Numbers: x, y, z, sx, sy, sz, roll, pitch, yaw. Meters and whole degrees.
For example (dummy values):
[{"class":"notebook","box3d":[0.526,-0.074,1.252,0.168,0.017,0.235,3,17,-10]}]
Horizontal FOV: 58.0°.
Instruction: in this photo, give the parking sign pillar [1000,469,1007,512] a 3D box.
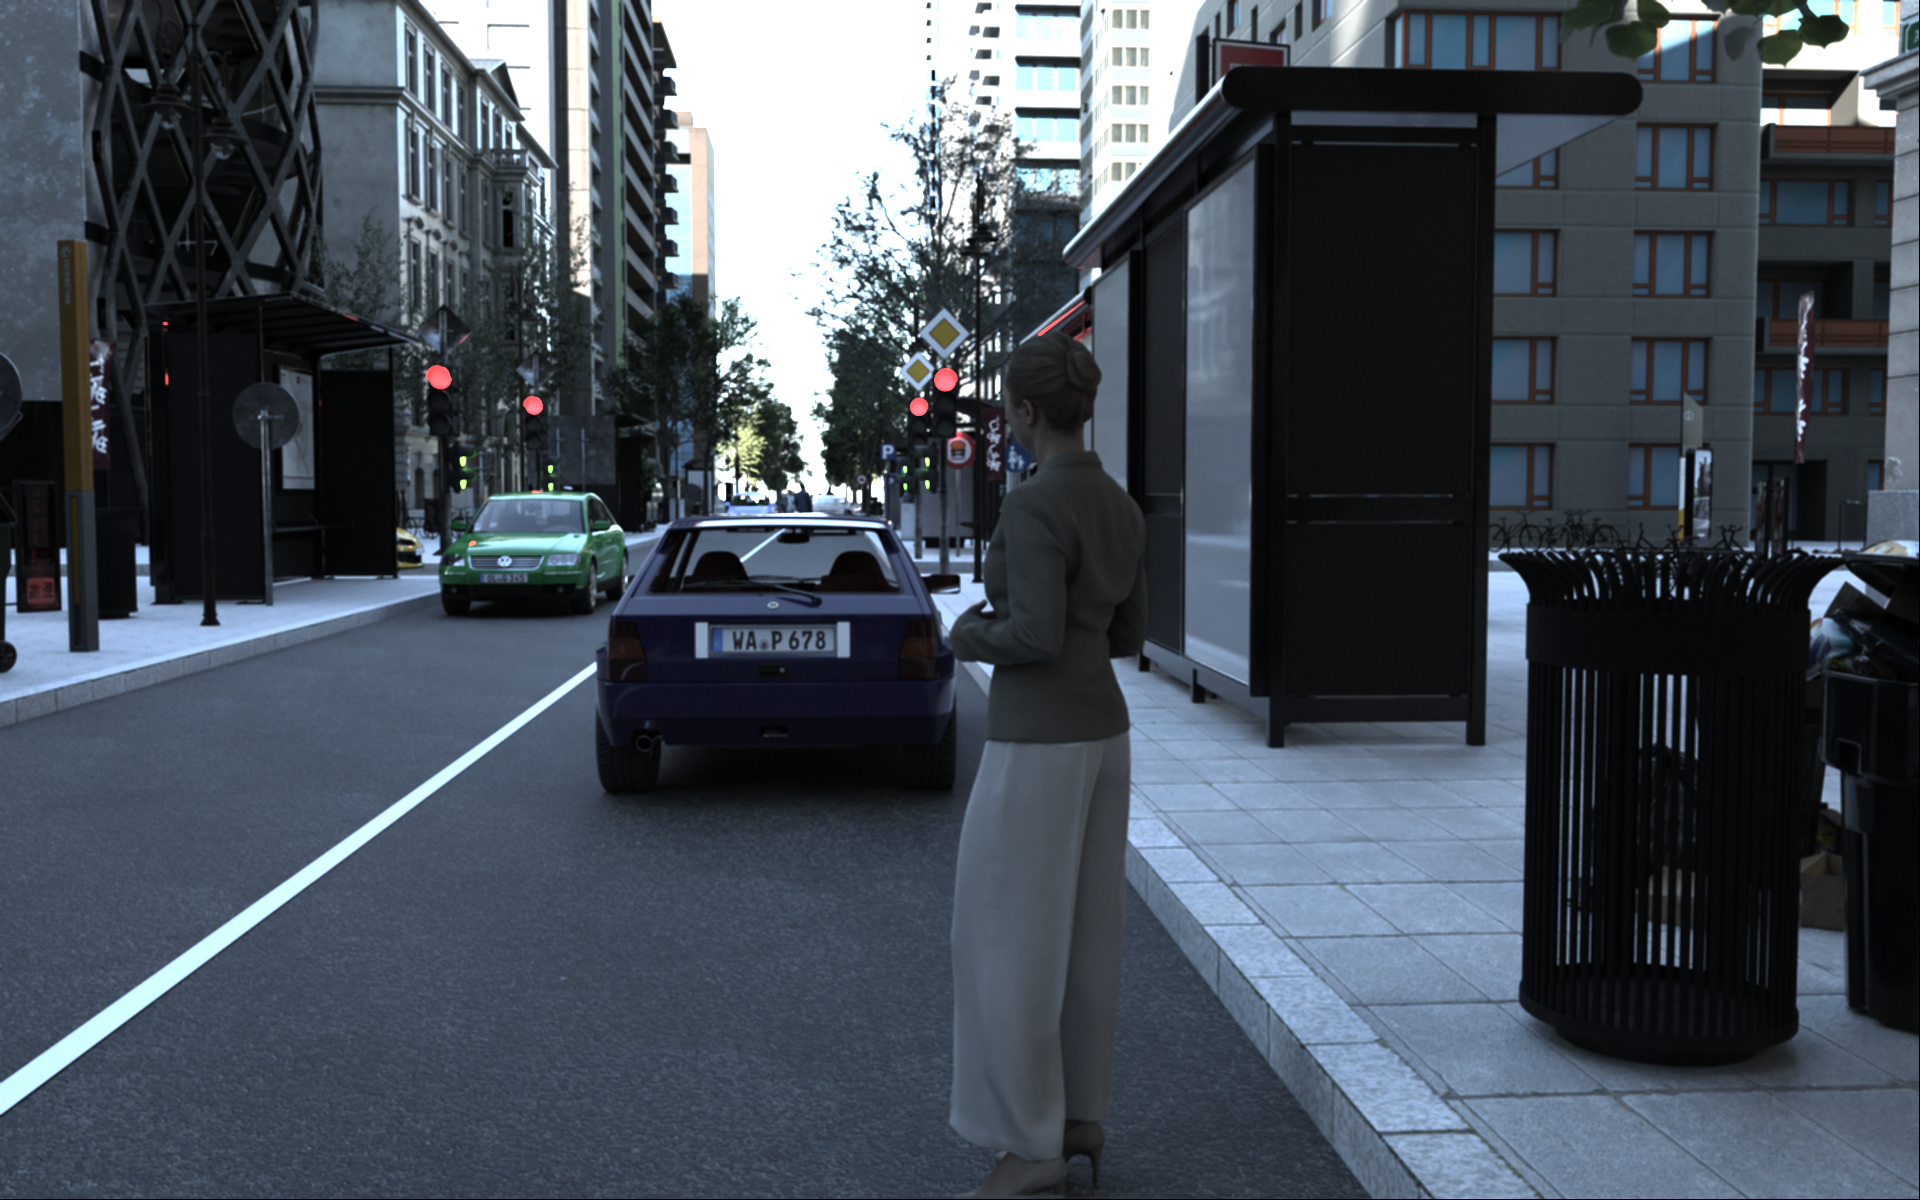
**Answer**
[{"class":"parking sign pillar","box3d":[2.294,-6.146,88.958,1.447,3.967,1.447,3,5,41]}]

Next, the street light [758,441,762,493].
[{"class":"street light","box3d":[-16.639,-10.449,143.621,0.468,5.910,1.993,0,4,-4]}]

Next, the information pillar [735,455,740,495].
[{"class":"information pillar","box3d":[-13.232,-6.825,102.951,0.183,3.616,0.504,-2,4,-32]}]

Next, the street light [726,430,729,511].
[{"class":"street light","box3d":[-13.612,-7.858,101.265,0.468,5.910,1.993,0,4,-4]}]

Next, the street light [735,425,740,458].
[{"class":"street light","box3d":[-14.225,-8.402,110.161,0.468,5.910,1.993,0,4,-4]}]

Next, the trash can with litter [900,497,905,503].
[{"class":"trash can with litter","box3d":[-2.362,-3.669,71.381,0.624,1.170,1.055,1,4,20]}]

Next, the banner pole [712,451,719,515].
[{"class":"banner pole","box3d":[-13.719,-6.551,97.131,0.401,3.779,0.863,-3,4,-38]}]

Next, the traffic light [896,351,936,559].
[{"class":"traffic light","box3d":[-0.843,-2.766,34.150,0.839,4.253,0.868,0,4,-4]}]

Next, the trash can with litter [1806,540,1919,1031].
[{"class":"trash can with litter","box3d":[2.655,0.435,4.275,1.055,1.170,0.624,0,4,-3]}]

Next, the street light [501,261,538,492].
[{"class":"street light","box3d":[-8.754,-3.779,34.577,0.468,5.910,1.993,0,4,-4]}]

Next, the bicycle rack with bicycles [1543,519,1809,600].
[{"class":"bicycle rack with bicycles","box3d":[8.836,-0.469,21.053,2.925,0.926,2.852,1,4,12]}]

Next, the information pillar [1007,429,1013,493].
[{"class":"information pillar","box3d":[1.739,-4.201,60.041,0.183,3.616,0.504,1,4,21]}]

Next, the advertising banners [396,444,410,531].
[{"class":"advertising banners","box3d":[-19.170,-3.883,59.677,0.090,3.025,2.074,0,4,-4]}]

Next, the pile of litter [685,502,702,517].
[{"class":"pile of litter","box3d":[-14.371,-4.928,94.534,1.719,0.858,1.176,1,4,15]}]

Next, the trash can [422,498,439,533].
[{"class":"trash can","box3d":[-17.547,-2.820,57.754,0.748,1.137,0.748,0,3,0]}]

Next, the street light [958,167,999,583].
[{"class":"street light","box3d":[0.259,-3.188,24.915,0.468,5.910,1.993,0,4,-4]}]

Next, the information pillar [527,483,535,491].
[{"class":"information pillar","box3d":[-18.460,-4.298,74.760,0.304,2.012,0.304,1,4,12]}]

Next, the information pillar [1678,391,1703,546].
[{"class":"information pillar","box3d":[16.624,-2.941,39.435,0.504,3.616,0.183,0,4,-2]}]

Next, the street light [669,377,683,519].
[{"class":"street light","box3d":[-11.177,-5.840,68.266,0.468,5.910,1.993,0,4,-4]}]

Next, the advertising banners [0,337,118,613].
[{"class":"advertising banners","box3d":[-10.050,-1.381,18.763,0.090,3.025,2.074,2,4,31]}]

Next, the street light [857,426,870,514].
[{"class":"street light","box3d":[-6.552,-8.860,117.655,0.468,5.910,1.993,0,4,-4]}]

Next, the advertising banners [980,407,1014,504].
[{"class":"advertising banners","box3d":[1.376,-2.350,34.615,2.074,3.025,0.090,1,4,22]}]

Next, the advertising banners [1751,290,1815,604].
[{"class":"advertising banners","box3d":[7.566,-1.209,15.961,0.090,3.025,2.074,1,4,14]}]

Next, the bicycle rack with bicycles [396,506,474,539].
[{"class":"bicycle rack with bicycles","box3d":[-14.901,-2.242,50.045,2.852,0.926,2.925,-3,5,-43]}]

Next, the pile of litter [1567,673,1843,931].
[{"class":"pile of litter","box3d":[2.757,0.517,5.517,1.719,0.858,1.176,0,4,2]}]

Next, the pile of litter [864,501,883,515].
[{"class":"pile of litter","box3d":[-5.067,-5.596,105.464,1.719,0.858,1.176,-1,4,-17]}]

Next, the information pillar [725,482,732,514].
[{"class":"information pillar","box3d":[-13.867,-6.066,103.672,0.304,2.012,0.304,-3,5,-39]}]

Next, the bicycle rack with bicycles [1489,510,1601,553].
[{"class":"bicycle rack with bicycles","box3d":[13.249,-1.483,37.628,2.852,0.926,2.925,-2,4,-25]}]

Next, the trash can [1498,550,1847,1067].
[{"class":"trash can","box3d":[1.642,0.464,4.063,0.748,1.137,0.748,0,3,0]}]

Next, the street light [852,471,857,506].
[{"class":"street light","box3d":[-8.955,-10.875,150.588,0.468,5.910,1.993,0,4,-4]}]

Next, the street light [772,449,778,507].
[{"class":"street light","box3d":[-19.201,-12.518,177.458,0.468,5.910,1.993,0,4,-4]}]

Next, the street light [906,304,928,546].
[{"class":"street light","box3d":[-1.058,-4.257,42.389,0.468,5.910,1.993,0,4,-4]}]

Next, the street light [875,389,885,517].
[{"class":"street light","box3d":[-3.481,-6.301,75.808,0.468,5.910,1.993,0,4,-4]}]

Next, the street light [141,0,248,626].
[{"class":"street light","box3d":[-7.330,-2.689,16.753,0.468,5.910,1.993,0,4,-4]}]

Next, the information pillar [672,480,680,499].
[{"class":"information pillar","box3d":[-15.022,-5.327,91.580,0.304,2.012,0.304,1,4,21]}]

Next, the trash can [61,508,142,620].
[{"class":"trash can","box3d":[-8.842,-0.381,17.881,0.748,1.137,0.748,0,3,0]}]

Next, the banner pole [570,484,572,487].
[{"class":"banner pole","box3d":[-18.086,-5.601,81.590,0.863,3.779,0.401,3,4,36]}]

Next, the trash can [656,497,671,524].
[{"class":"trash can","box3d":[-12.640,-3.785,73.546,0.748,1.137,0.748,0,3,0]}]

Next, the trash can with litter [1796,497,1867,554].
[{"class":"trash can with litter","box3d":[18.789,-1.608,37.346,2.233,1.210,1.678,1,4,14]}]

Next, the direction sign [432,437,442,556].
[{"class":"direction sign","box3d":[-10.842,-2.699,36.125,0.379,3.537,0.876,-1,4,-14]}]

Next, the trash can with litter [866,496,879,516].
[{"class":"trash can with litter","box3d":[-4.546,-4.698,88.194,0.624,1.170,1.055,-2,4,-33]}]
